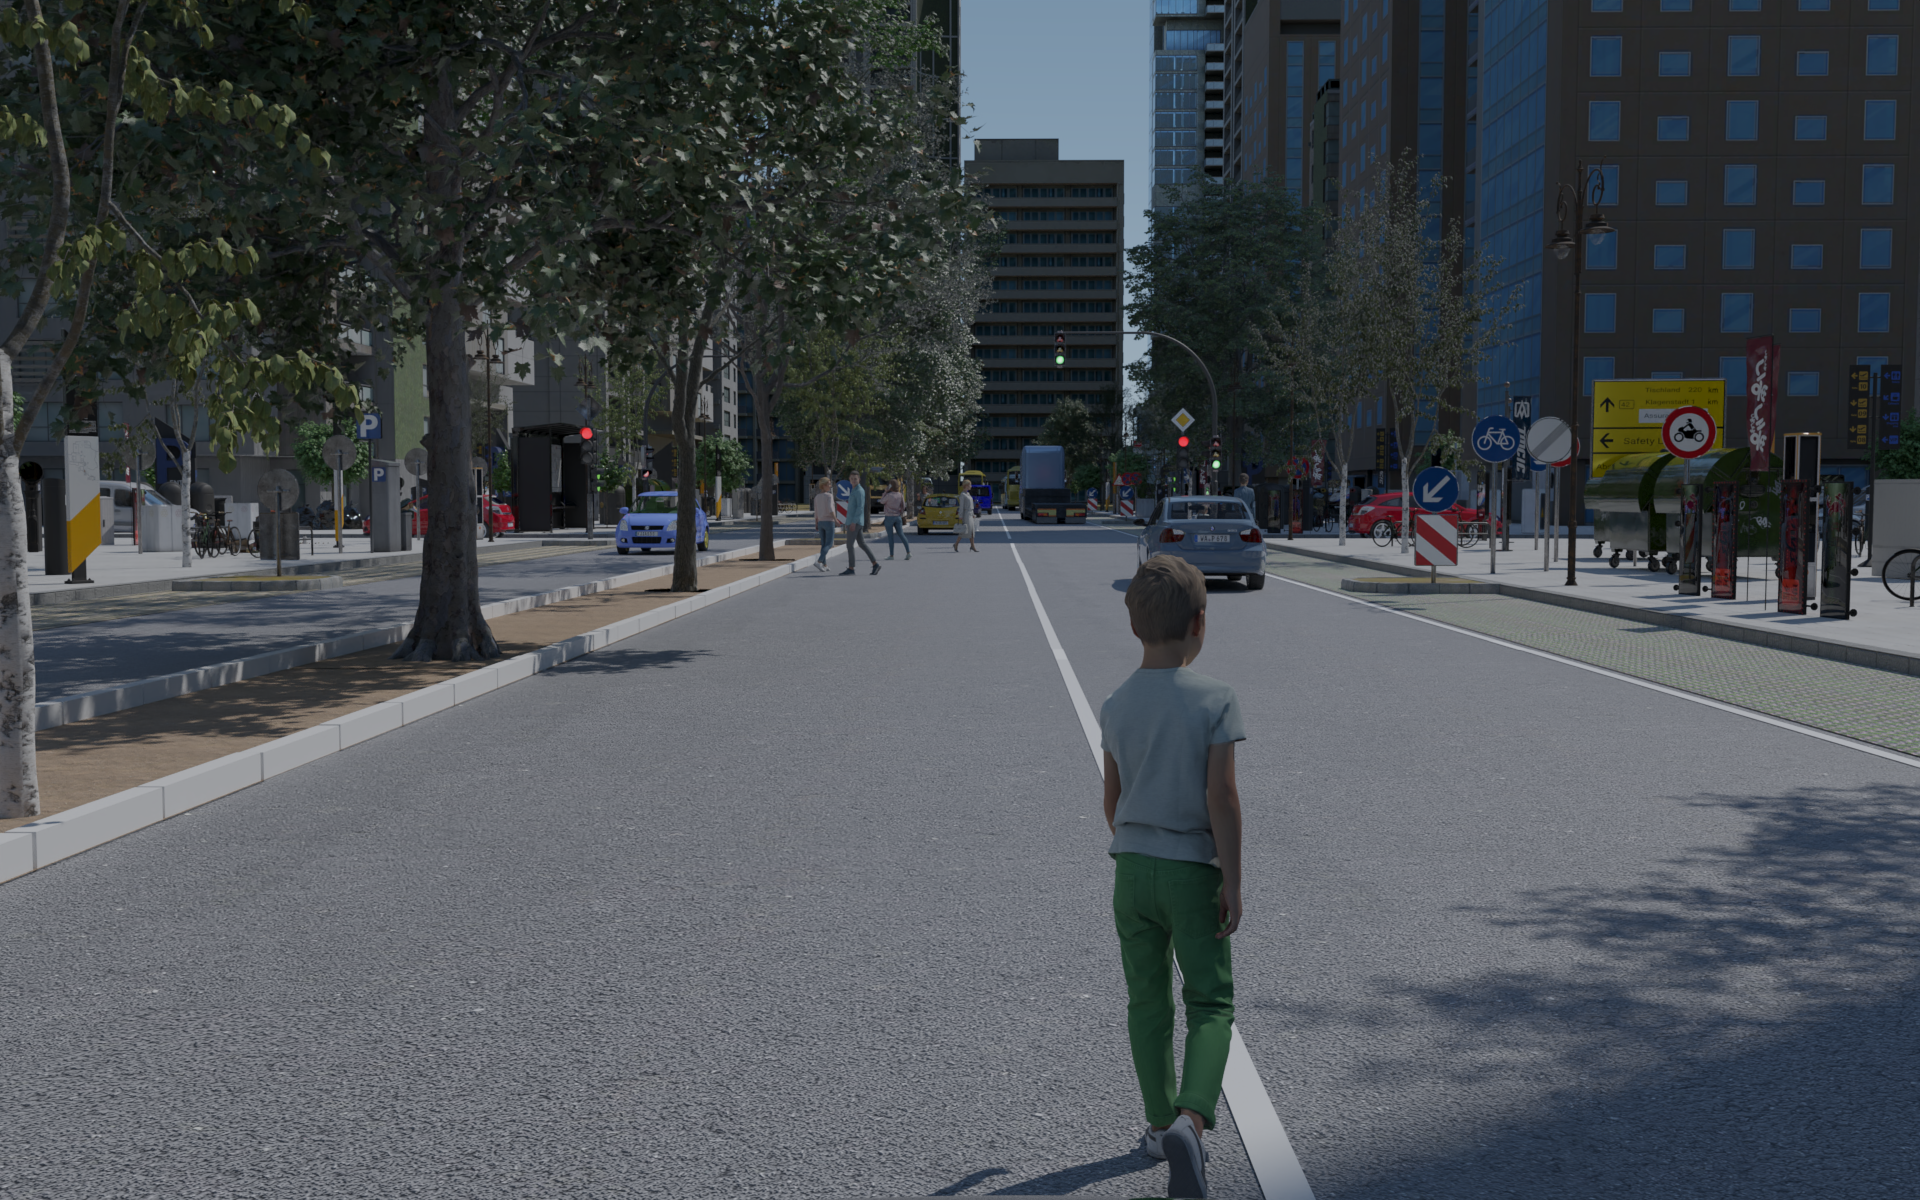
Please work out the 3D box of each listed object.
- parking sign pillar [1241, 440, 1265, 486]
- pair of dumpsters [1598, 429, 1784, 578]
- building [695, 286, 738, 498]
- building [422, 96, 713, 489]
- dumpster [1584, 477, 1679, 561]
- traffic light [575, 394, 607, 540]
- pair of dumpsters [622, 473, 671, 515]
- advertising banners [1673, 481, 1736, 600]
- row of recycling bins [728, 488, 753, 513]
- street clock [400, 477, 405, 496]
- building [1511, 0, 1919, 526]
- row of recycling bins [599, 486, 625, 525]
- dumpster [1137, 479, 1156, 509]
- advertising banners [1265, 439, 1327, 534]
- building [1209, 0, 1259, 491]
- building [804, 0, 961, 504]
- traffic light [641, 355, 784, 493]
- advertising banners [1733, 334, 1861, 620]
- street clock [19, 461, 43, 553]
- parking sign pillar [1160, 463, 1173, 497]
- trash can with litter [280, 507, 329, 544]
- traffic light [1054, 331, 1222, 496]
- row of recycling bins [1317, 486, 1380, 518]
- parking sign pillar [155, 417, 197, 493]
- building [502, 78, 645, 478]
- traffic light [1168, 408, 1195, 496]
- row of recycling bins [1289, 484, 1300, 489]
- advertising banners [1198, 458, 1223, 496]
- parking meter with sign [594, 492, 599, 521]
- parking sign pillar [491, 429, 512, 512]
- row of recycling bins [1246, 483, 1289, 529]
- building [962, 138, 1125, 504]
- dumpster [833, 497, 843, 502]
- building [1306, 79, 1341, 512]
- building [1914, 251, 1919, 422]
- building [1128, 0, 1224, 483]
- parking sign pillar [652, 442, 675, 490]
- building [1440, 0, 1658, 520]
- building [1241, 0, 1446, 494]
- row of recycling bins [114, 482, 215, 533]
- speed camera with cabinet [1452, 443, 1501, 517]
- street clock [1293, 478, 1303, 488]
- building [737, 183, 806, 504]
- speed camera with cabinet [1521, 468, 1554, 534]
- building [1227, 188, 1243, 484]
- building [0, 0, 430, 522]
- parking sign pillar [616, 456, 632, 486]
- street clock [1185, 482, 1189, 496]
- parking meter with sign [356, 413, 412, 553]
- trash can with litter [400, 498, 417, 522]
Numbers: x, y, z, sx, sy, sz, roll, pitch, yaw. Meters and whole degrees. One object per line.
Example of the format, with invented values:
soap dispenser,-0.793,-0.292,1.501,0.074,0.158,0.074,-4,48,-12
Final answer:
parking sign pillar,13.884,-5.740,82.319,1.447,3.967,1.447,-3,4,-36
pair of dumpsters,11.838,-1.557,27.946,1.574,2.255,4.437,0,4,1
building,-31.536,-25.406,187.085,14.107,30.474,14.160,0,4,1
building,-38.892,-35.274,165.976,28.713,52.752,27.495,0,4,1
dumpster,13.352,-1.932,34.089,1.502,2.255,1.985,0,4,1
traffic light,-10.417,-3.662,48.796,0.839,4.253,0.868,0,4,1
pair of dumpsters,-14.089,-4.604,77.763,1.574,2.255,4.437,0,4,1
advertising banners,9.357,-1.528,21.172,0.090,3.025,2.074,0,4,-8
row of recycling bins,-14.620,-6.656,115.931,1.069,1.692,3.534,1,4,11
street clock,-23.844,-4.219,73.543,0.358,2.002,0.471,3,5,43
building,30.903,-25.967,74.664,14.200,45.320,14.600,0,4,1
row of recycling bins,-14.679,-4.048,73.294,1.069,1.692,3.534,-1,4,-15
dumpster,11.875,-6.546,109.523,1.502,2.255,1.985,0,4,1
advertising banners,10.828,-3.651,55.879,2.074,3.025,0.090,2,4,33
building,36.891,-45.451,181.380,20.563,71.187,20.611,0,4,1
building,-10.286,-48.945,238.507,20.611,71.187,20.563,0,4,1
traffic light,-8.182,-5.022,56.778,4.771,5.953,1.251,0,4,1
advertising banners,8.939,-1.364,18.489,0.090,3.025,2.074,0,4,-6
street clock,-20.390,-2.049,38.067,0.471,2.002,0.358,-2,4,-27
parking sign pillar,14.676,-8.122,121.264,1.447,3.967,1.447,3,5,43
trash can with litter,-17.566,-2.077,45.014,1.678,1.210,2.233,-3,5,-42
traffic light,4.998,-4.509,48.397,4.771,5.953,1.251,0,4,1
row of recycling bins,20.352,-5.148,91.281,3.534,1.692,1.069,2,4,27
parking sign pillar,-27.346,-4.401,60.425,1.447,3.967,1.447,-1,4,-16
building,-34.892,-43.002,141.330,20.563,71.187,20.611,0,4,1
traffic light,7.234,-4.132,56.485,0.839,4.253,0.868,0,4,1
row of recycling bins,12.902,-3.979,72.174,3.534,1.692,1.069,-3,4,-38
advertising banners,11.943,-5.161,80.574,2.074,3.025,0.090,-1,4,-22
parking meter with sign,-17.564,-5.256,82.195,0.543,3.016,1.738,3,5,44
parking sign pillar,-18.752,-5.033,70.760,1.447,3.967,1.447,-2,4,-35
row of recycling bins,11.481,-3.531,64.852,1.069,1.692,3.534,0,4,4
building,11.212,-37.627,238.895,21.600,48.544,21.300,0,4,1
dumpster,-9.057,-6.904,121.090,1.865,1.857,1.264,0,4,2
building,31.859,-21.551,124.058,14.160,30.474,14.107,0,4,1
building,61.457,-32.902,79.951,28.212,58.520,21.231,0,4,1
building,37.913,-56.626,238.502,31.000,86.520,22.319,0,4,1
parking sign pillar,-15.338,-6.161,89.204,1.447,3.967,1.447,1,4,15
building,30.561,-27.609,101.512,14.600,45.320,14.200,0,4,1
building,32.433,-30.594,150.328,14.600,45.320,14.200,0,4,1
row of recycling bins,-26.928,-3.120,58.128,3.534,1.692,1.069,-2,4,-31
speed camera with cabinet,19.745,-4.419,66.592,0.660,3.252,2.038,-3,5,-42
street clock,14.938,-4.424,76.894,0.471,2.002,0.358,2,4,33
building,-35.475,-35.819,240.258,28.867,44.769,22.147,0,4,1
speed camera with cabinet,18.917,-3.810,56.630,0.660,3.252,2.038,2,4,31
building,32.502,-24.078,165.371,14.160,30.474,14.107,0,4,1
building,-32.927,-24.047,76.759,14.154,41.232,14.086,0,4,1
parking sign pillar,-22.558,-7.834,116.563,1.447,3.967,1.447,2,4,27
street clock,11.102,-4.916,84.954,0.471,2.002,0.358,2,4,34
parking meter with sign,-12.674,-2.570,38.280,0.543,3.016,1.738,0,4,5
trash can with litter,-15.327,-2.179,47.007,1.055,1.170,0.624,-3,5,-42
